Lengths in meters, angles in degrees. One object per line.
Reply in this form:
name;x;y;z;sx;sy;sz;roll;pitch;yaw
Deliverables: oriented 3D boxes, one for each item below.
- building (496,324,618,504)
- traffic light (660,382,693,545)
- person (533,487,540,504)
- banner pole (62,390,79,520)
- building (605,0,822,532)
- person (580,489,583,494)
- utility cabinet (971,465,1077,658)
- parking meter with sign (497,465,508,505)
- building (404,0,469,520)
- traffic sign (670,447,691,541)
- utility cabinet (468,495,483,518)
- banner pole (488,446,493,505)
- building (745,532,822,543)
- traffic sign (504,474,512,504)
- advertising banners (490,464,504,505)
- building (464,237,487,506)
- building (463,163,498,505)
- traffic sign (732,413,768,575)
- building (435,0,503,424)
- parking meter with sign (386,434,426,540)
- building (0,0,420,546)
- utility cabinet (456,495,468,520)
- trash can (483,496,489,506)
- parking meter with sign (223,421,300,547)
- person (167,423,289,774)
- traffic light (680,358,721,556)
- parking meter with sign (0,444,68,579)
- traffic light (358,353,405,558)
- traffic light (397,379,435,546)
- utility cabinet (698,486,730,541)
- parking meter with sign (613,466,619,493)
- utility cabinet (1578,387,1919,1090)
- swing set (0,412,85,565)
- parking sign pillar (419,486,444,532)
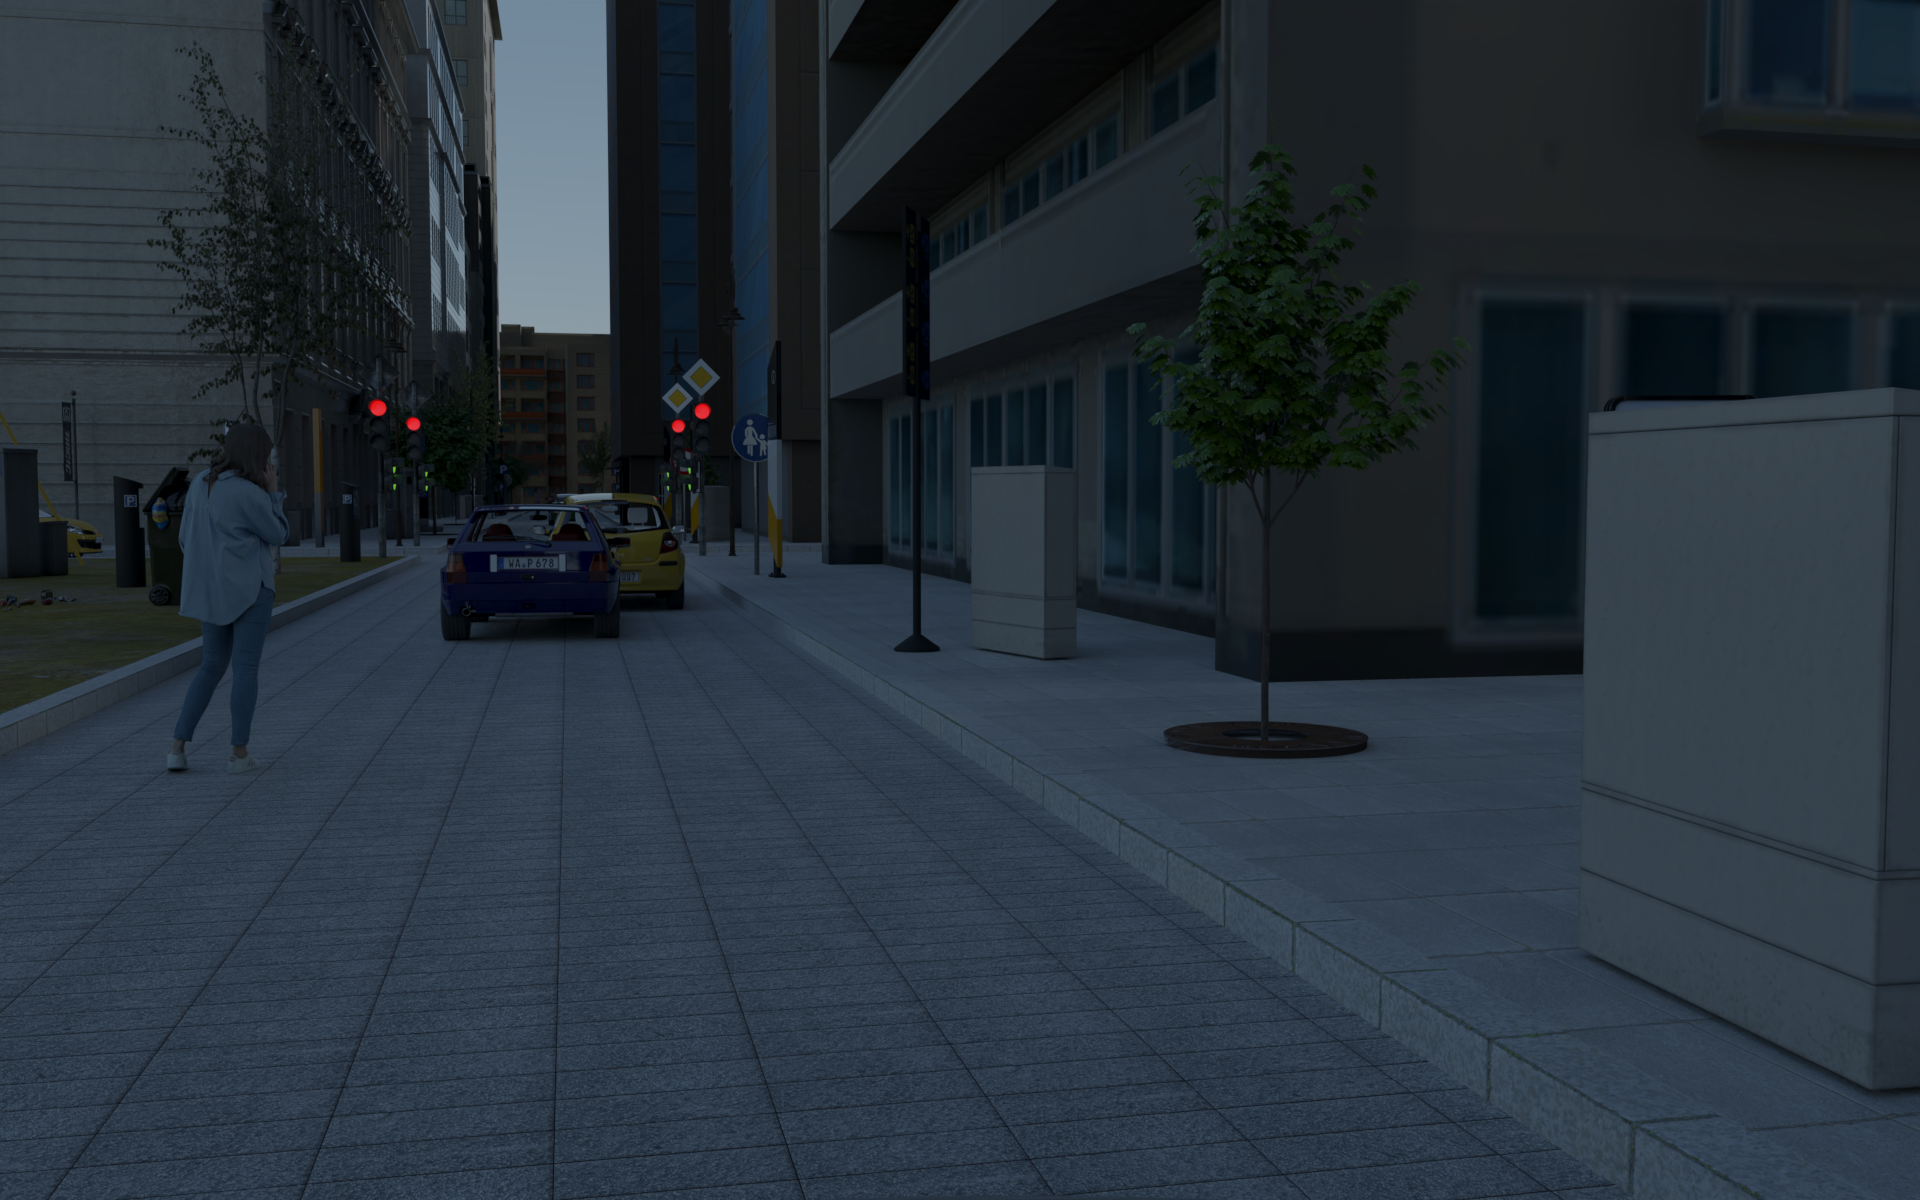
building;-53.713;-22.425;211.685;28.899;21.520;27.650;-1;4;-13
traffic light;-7.134;-3.351;43.717;0.839;4.253;0.868;-1;4;-13
person;-23.748;-5.428;97.258;0.388;1.821;0.555;0;4;-8
banner pole;-21.383;-3.159;41.674;0.401;3.779;0.863;0;4;-3
building;-7.193;-25.703;70.353;14.600;45.320;14.200;-1;4;-13
person;-29.770;-7.813;136.174;0.705;1.831;1.348;-1;4;-21
utility cabinet;0.507;-0.316;13.838;0.318;1.500;1.173;-2;4;-28
parking meter with sign;-27.605;-6.614;104.396;0.543;3.016;1.738;-1;4;-22
building;-34.702;-19.655;98.859;11.434;29.767;29.804;-1;4;-13
traffic sign;-7.499;-2.878;47.162;0.768;2.556;0.104;0;4;-7
utility cabinet;-25.726;-4.916;91.531;1.020;1.237;0.306;1;4;12
banner pole;-24.710;-6.188;91.187;0.401;3.779;0.863;-2;4;-30
building;0.697;-24.574;51.900;14.200;45.320;14.600;-1;4;-13
traffic sign;-29.075;-6.782;110.993;0.768;2.556;0.104;-1;4;-11
advertising banners;-26.814;-6.361;100.183;0.090;3.025;2.074;0;4;6
building;-49.642;-17.214;126.484;27.650;21.520;28.899;-1;4;-13
building;-47.672;-23.108;149.515;14.160;30.474;14.107;-1;4;-13
traffic sign;-3.223;-1.671;27.425;0.768;2.556;0.104;0;4;-7
building;-59.121;-35.491;169.518;27.495;52.752;28.713;-1;4;-13
parking meter with sign;-15.901;-3.254;49.468;0.543;3.016;1.738;1;4;11
building;-29.741;-17.476;62.147;17.030;29.872;44.131;-1;4;-13
utility cabinet;-25.195;-4.662;87.386;0.306;1.237;1.020;-2;4;-26
trash can;-29.808;-5.905;108.207;0.748;1.137;0.748;0;3;0
parking meter with sign;-16.851;-2.791;41.891;0.543;3.016;1.738;2;4;32
person;-3.783;-0.008;8.903;0.793;1.790;0.793;-1;4;-10
traffic light;-5.375;-2.875;35.927;0.839;4.253;0.868;-1;4;-13
parking meter with sign;-14.485;-1.849;26.499;0.543;3.016;1.738;1;4;15
traffic light;-11.528;-2.789;34.526;0.839;4.253;0.868;-1;4;-13
traffic light;-13.287;-3.266;42.316;0.839;4.253;0.868;-1;4;-13
utility cabinet;-6.657;-2.319;46.600;0.318;1.500;1.173;2;4;30
parking meter with sign;-21.302;-6.816;107.709;0.543;3.016;1.738;-1;4;-12
utility cabinet;1.976;0.273;4.223;0.318;1.500;1.173;-1;4;-10
swing set;-17.837;-2.073;31.517;2.862;2.851;3.119;-3;4;-37
parking sign pillar;-18.308;-4.299;58.769;1.447;3.967;1.447;-1;4;-21
